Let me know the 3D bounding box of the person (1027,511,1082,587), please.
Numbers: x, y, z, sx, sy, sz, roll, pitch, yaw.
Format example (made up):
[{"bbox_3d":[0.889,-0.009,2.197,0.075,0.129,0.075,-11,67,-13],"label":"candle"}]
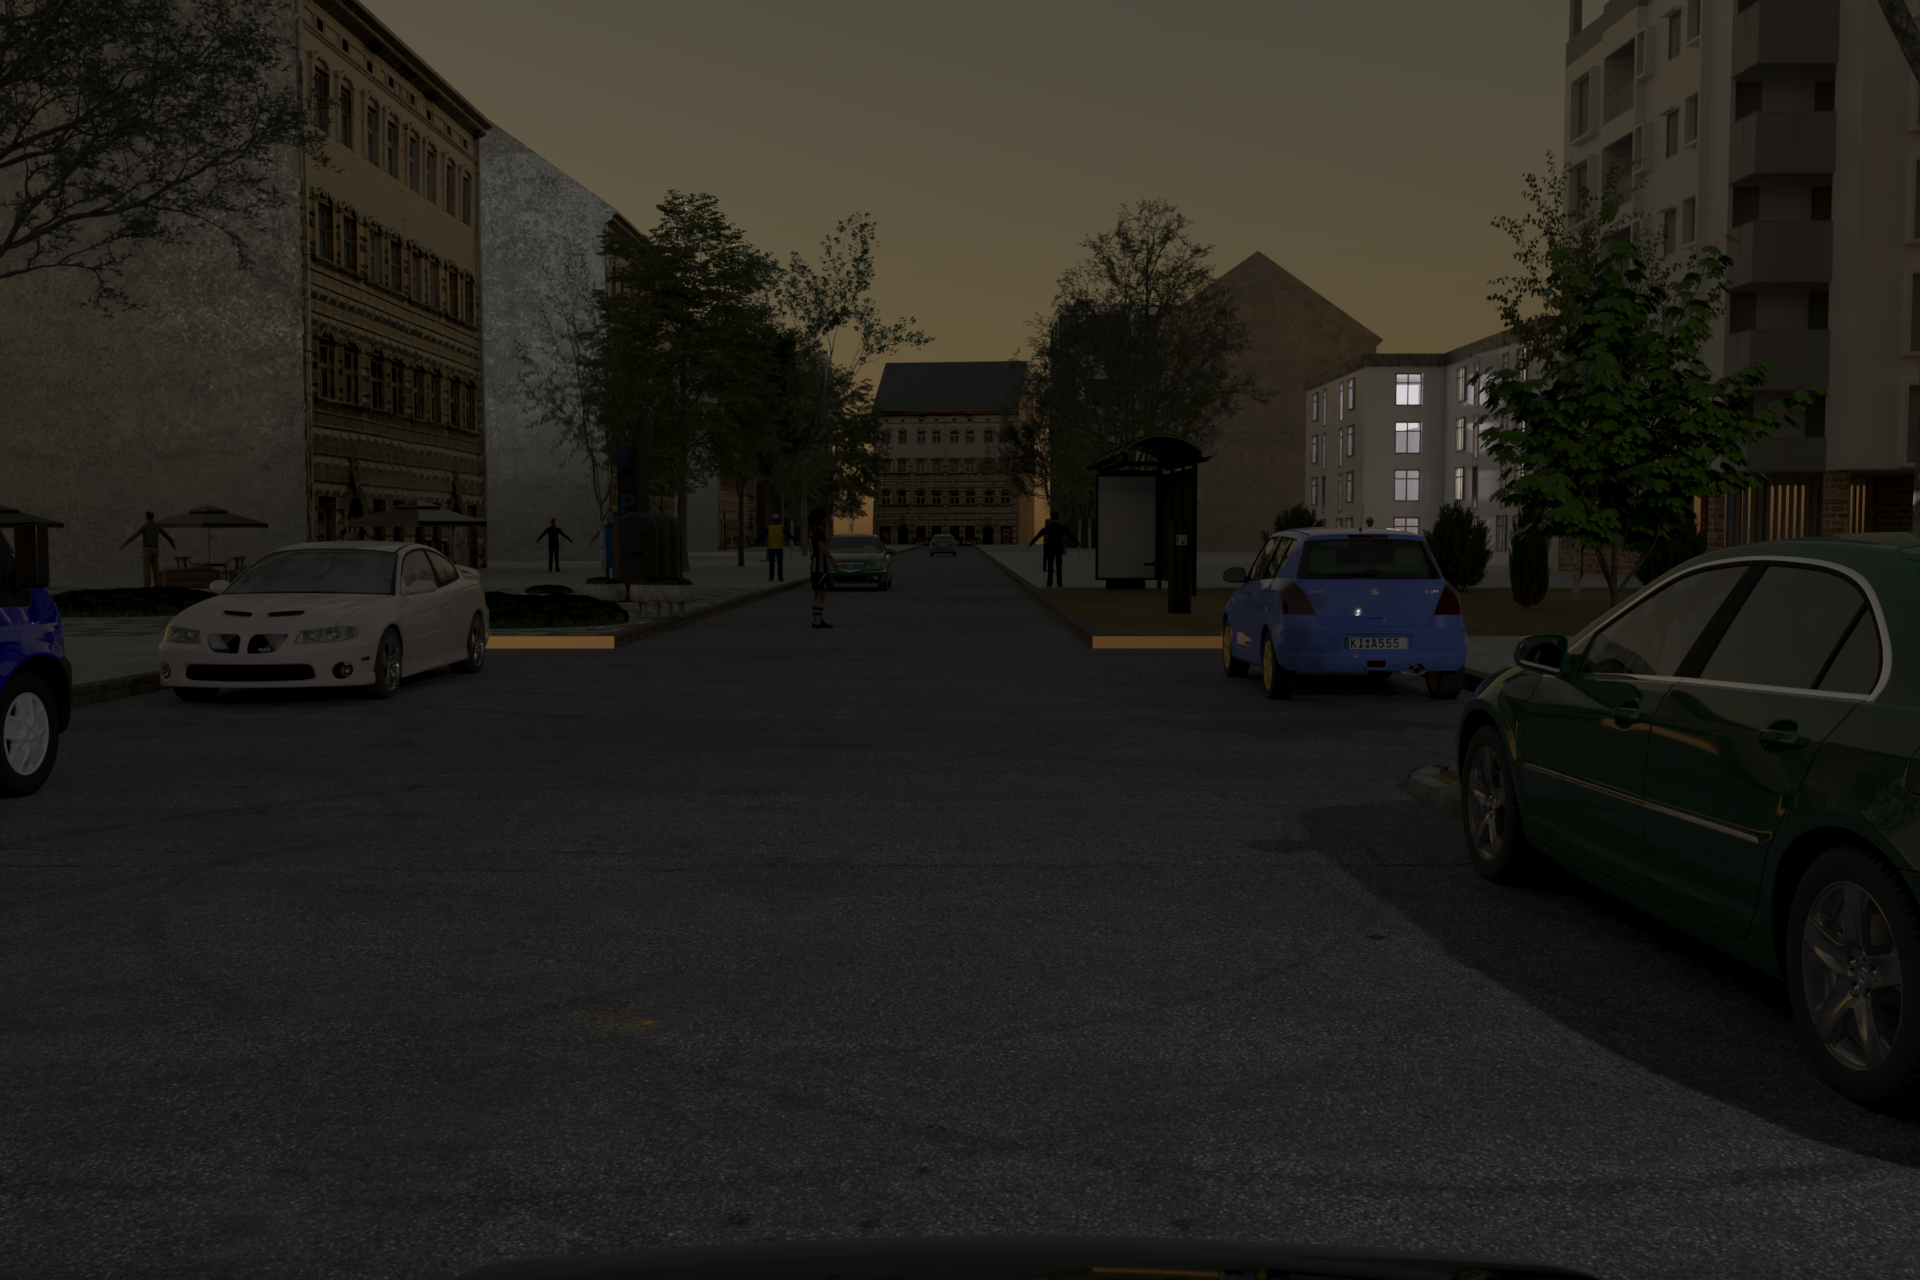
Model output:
[{"bbox_3d":[2.303,-2.209,42.056,1.347,1.837,0.705,0,4,0],"label":"person"}]

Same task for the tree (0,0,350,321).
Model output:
[{"bbox_3d":[-12.265,-6.676,19.516,12.009,13.543,11.850,0,3,0],"label":"tree"}]

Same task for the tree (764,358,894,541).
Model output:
[{"bbox_3d":[-9.398,-13.264,123.524,9.857,13.997,8.962,0,3,0],"label":"tree"}]

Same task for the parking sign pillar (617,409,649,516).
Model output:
[{"bbox_3d":[-6.931,-2.954,36.775,1.447,3.967,1.447,0,4,1],"label":"parking sign pillar"}]

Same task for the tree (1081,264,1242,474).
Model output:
[{"bbox_3d":[5.997,-5.911,47.011,4.360,8.622,3.978,0,3,0],"label":"tree"}]

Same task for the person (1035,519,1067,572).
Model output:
[{"bbox_3d":[3.028,-3.253,59.313,1.348,1.813,0.705,2,4,34],"label":"person"}]

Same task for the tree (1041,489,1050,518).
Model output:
[{"bbox_3d":[12.607,-16.127,214.040,4.360,8.622,3.978,0,3,0],"label":"tree"}]

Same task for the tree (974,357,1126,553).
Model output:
[{"bbox_3d":[6.315,-12.774,119.219,12.009,13.543,11.850,0,3,0],"label":"tree"}]

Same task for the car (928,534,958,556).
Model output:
[{"bbox_3d":[-1.090,-6.123,112.116,2.014,1.417,4.499,0,4,0],"label":"car"}]

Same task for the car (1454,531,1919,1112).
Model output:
[{"bbox_3d":[3.104,0.370,5.742,2.131,1.459,4.920,0,4,-1],"label":"car"}]

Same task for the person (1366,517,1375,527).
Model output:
[{"bbox_3d":[11.949,-2.675,50.194,1.216,1.772,0.721,-3,5,-42],"label":"person"}]

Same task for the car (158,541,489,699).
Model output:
[{"bbox_3d":[-5.880,-0.256,16.540,2.083,1.381,4.827,0,4,0],"label":"car"}]

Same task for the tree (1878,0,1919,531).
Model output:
[{"bbox_3d":[8.125,-9.847,16.888,12.611,20.169,13.585,0,3,0],"label":"tree"}]

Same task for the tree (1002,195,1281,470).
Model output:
[{"bbox_3d":[6.401,-9.315,62.669,12.009,13.543,11.850,0,3,0],"label":"tree"}]

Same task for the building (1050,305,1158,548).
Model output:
[{"bbox_3d":[22.666,-19.999,170.960,27.936,21.610,32.646,0,4,0],"label":"building"}]

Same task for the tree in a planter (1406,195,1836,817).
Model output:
[{"bbox_3d":[3.488,-0.732,9.193,1.991,3.239,1.994,0,4,-1],"label":"tree in a planter"}]

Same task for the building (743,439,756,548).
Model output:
[{"bbox_3d":[-29.503,-20.277,162.465,19.493,23.208,18.063,0,4,0],"label":"building"}]

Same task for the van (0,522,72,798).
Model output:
[{"bbox_3d":[-6.008,-0.202,7.684,2.240,2.365,5.245,0,4,0],"label":"van"}]

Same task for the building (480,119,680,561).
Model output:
[{"bbox_3d":[-25.707,-15.854,90.140,19.493,23.208,18.063,0,4,0],"label":"building"}]

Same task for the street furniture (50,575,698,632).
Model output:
[{"bbox_3d":[-8.895,-0.667,26.538,10.072,0.657,5.734,2,4,27],"label":"street furniture"}]

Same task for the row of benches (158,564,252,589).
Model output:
[{"bbox_3d":[-14.467,-1.268,36.195,4.104,0.672,1.422,-3,4,-36],"label":"row of benches"}]

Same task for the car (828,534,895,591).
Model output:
[{"bbox_3d":[-2.726,-2.032,45.026,2.131,1.459,4.920,0,4,0],"label":"car"}]

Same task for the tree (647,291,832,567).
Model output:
[{"bbox_3d":[-8.805,-8.147,67.614,8.767,10.594,7.601,2,4,29],"label":"tree"}]

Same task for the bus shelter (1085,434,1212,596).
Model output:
[{"bbox_3d":[4.024,-2.693,37.950,2.014,3.302,5.546,0,4,-2],"label":"bus shelter"}]

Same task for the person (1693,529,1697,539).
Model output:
[{"bbox_3d":[17.480,-2.168,41.632,0.705,1.806,1.347,0,4,6],"label":"person"}]

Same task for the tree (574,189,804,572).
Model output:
[{"bbox_3d":[-9.005,-8.514,57.331,7.486,12.596,7.792,0,3,0],"label":"tree"}]

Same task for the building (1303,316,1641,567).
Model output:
[{"bbox_3d":[23.226,-8.473,80.687,9.099,9.664,28.070,0,4,0],"label":"building"}]

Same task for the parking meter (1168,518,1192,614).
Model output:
[{"bbox_3d":[3.557,-1.200,28.035,0.372,1.533,0.369,0,3,0],"label":"parking meter"}]

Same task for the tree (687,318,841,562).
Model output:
[{"bbox_3d":[-9.031,-9.511,81.253,9.928,11.665,9.643,0,3,0],"label":"tree"}]

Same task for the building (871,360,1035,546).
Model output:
[{"bbox_3d":[-0.468,-23.610,219.406,18.063,23.208,19.493,1,4,8],"label":"building"}]

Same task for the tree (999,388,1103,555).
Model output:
[{"bbox_3d":[6.096,-10.515,106.325,7.601,10.594,8.767,1,4,17],"label":"tree"}]

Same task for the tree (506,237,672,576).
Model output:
[{"bbox_3d":[-8.885,-5.688,43.361,4.360,8.622,3.978,0,3,0],"label":"tree"}]

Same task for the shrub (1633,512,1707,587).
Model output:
[{"bbox_3d":[15.593,-2.057,38.052,1.690,2.028,1.600,0,3,0],"label":"shrub"}]

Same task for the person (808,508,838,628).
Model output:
[{"bbox_3d":[-2.119,-1.091,26.437,0.704,1.843,1.345,-1,4,-17],"label":"person"}]

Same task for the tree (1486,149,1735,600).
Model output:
[{"bbox_3d":[12.243,-5.083,33.476,4.737,8.622,4.395,0,3,0],"label":"tree"}]

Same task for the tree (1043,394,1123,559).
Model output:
[{"bbox_3d":[6.600,-8.536,89.932,4.737,8.622,4.395,0,3,0],"label":"tree"}]

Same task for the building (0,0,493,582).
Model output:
[{"bbox_3d":[-26.845,-13.701,54.940,19.493,23.208,18.063,0,4,-1],"label":"building"}]

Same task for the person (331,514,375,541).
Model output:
[{"bbox_3d":[-16.282,-2.468,46.489,1.345,1.843,0.704,0,4,-7],"label":"person"}]

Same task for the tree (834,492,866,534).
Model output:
[{"bbox_3d":[-13.016,-16.067,213.063,4.360,8.622,3.978,0,3,0],"label":"tree"}]

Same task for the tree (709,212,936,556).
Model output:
[{"bbox_3d":[-7.808,-14.994,101.045,12.611,20.169,13.585,0,3,0],"label":"tree"}]

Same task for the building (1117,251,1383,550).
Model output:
[{"bbox_3d":[23.154,-19.139,143.846,19.493,23.208,18.063,0,4,0],"label":"building"}]

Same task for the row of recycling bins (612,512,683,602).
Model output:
[{"bbox_3d":[-6.099,-1.655,34.165,1.069,1.692,3.534,0,4,1],"label":"row of recycling bins"}]

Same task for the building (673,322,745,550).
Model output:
[{"bbox_3d":[-28.259,-19.155,144.114,19.493,23.208,18.063,0,4,-1],"label":"building"}]

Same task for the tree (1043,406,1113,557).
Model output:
[{"bbox_3d":[6.651,-8.944,96.603,4.737,8.622,4.395,0,3,0],"label":"tree"}]

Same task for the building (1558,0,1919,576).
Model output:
[{"bbox_3d":[25.468,-12.267,56.988,16.016,20.090,11.380,0,3,0],"label":"building"}]

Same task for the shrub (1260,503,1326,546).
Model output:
[{"bbox_3d":[8.073,-2.291,41.503,1.661,2.075,1.752,0,3,0],"label":"shrub"}]

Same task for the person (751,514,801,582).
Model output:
[{"bbox_3d":[-4.981,-2.501,46.863,1.349,1.833,0.705,0,4,-5],"label":"person"}]

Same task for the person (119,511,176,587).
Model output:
[{"bbox_3d":[-18.180,-1.994,38.872,0.705,1.796,1.348,2,4,33],"label":"person"}]

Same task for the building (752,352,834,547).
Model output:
[{"bbox_3d":[-28.938,-21.313,192.447,27.936,21.610,32.646,0,4,-1],"label":"building"}]

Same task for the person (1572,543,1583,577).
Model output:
[{"bbox_3d":[18.409,-2.800,51.560,0.705,1.856,1.354,2,4,24],"label":"person"}]

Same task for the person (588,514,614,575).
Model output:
[{"bbox_3d":[-9.199,-2.421,45.713,1.347,1.817,0.704,-2,4,-33],"label":"person"}]

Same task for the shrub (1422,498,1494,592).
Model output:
[{"bbox_3d":[10.960,-2.105,38.453,1.661,2.075,1.752,0,3,0],"label":"shrub"}]

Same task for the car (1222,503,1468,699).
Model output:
[{"bbox_3d":[3.504,-0.412,16.326,1.945,1.707,3.694,0,4,0],"label":"car"}]

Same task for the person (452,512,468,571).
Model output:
[{"bbox_3d":[-11.942,-2.144,41.239,0.705,1.806,1.347,-1,4,-20],"label":"person"}]

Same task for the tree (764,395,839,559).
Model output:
[{"bbox_3d":[-8.400,-8.463,88.726,4.737,8.622,4.395,0,3,0],"label":"tree"}]

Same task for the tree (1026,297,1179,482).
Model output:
[{"bbox_3d":[6.778,-9.169,75.665,9.928,11.665,9.643,0,3,0],"label":"tree"}]

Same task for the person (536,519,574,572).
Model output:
[{"bbox_3d":[-13.846,-3.233,59.080,1.346,1.802,0.704,-2,4,-32],"label":"person"}]
